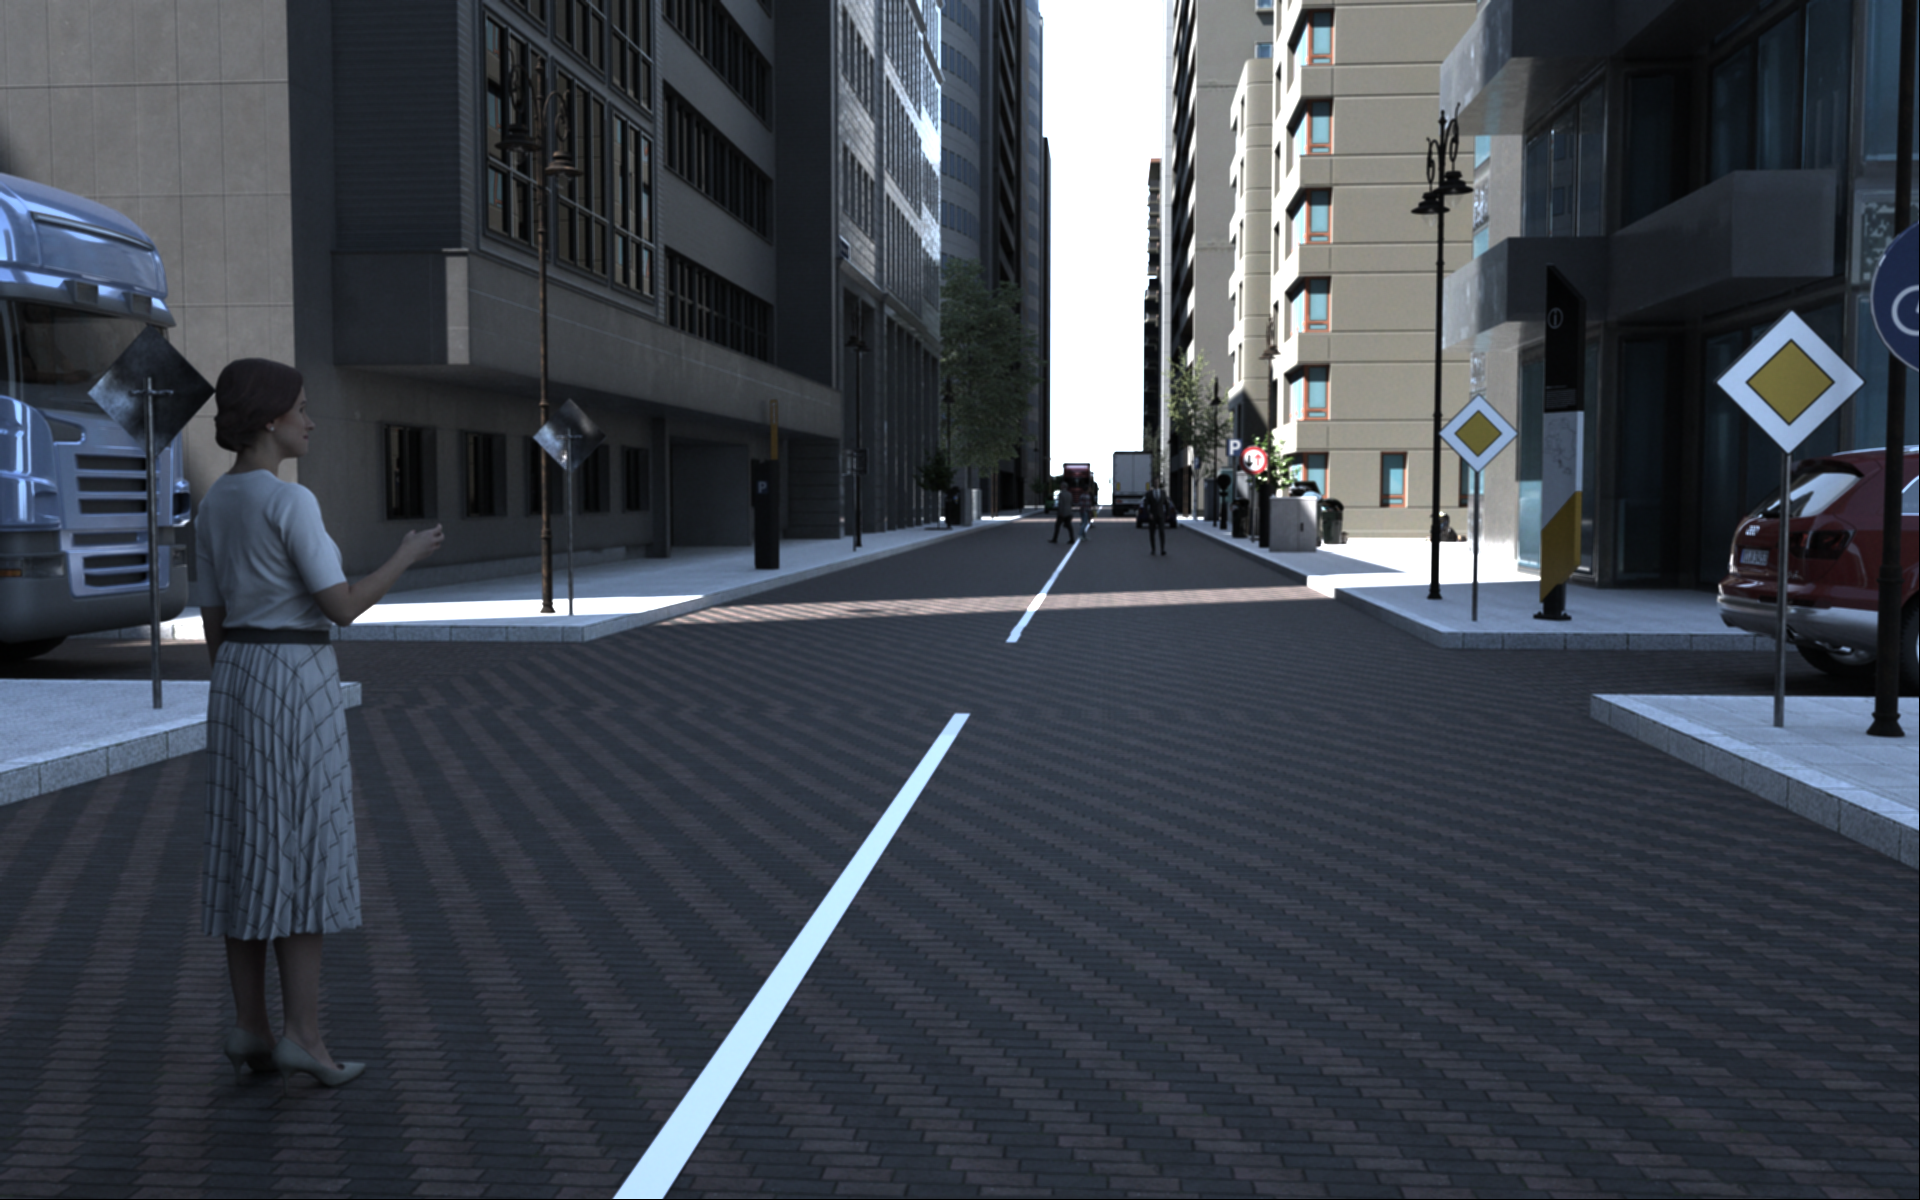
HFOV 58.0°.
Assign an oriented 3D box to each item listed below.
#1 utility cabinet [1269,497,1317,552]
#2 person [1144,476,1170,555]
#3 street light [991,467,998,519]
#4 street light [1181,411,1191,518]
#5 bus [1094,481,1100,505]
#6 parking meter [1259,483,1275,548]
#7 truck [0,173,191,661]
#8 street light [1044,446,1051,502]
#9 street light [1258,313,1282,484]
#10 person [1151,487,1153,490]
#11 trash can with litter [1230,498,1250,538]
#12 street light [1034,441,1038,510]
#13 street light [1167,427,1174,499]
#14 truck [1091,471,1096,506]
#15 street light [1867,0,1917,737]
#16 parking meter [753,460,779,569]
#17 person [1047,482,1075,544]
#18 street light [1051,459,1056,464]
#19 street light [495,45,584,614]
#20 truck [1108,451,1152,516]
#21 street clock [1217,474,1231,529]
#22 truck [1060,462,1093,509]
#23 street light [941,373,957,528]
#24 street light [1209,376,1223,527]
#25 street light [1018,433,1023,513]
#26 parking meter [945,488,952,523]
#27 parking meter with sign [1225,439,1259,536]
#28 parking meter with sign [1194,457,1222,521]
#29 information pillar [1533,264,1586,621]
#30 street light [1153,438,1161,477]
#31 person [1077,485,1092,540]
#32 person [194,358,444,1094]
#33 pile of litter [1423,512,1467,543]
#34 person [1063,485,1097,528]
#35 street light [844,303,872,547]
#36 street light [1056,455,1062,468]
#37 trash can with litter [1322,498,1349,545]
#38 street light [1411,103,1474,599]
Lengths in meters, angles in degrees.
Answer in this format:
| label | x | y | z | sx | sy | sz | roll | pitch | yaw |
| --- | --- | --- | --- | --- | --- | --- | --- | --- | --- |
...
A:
| label | x | y | z | sx | sy | sz | roll | pitch | yaw |
| --- | --- | --- | --- | --- | --- | --- | --- | --- | --- |
| utility cabinet | 7.377 | -1.665 | 38.378 | 1.020 | 1.237 | 0.306 | 0 | 4 | 8 |
| person | 4.668 | -1.993 | 40.856 | 0.659 | 1.850 | 0.755 | 0 | 4 | -3 |
| street light | 2.003 | -7.459 | 94.745 | 0.468 | 5.910 | 1.993 | 0 | 4 | 5 |
| street light | 12.481 | -7.550 | 96.237 | 0.468 | 5.910 | 1.993 | 0 | 4 | 5 |
| bus | 17.816 | -14.915 | 238.712 | 2.948 | 3.499 | 13.247 | 0 | 4 | 5 |
| parking meter | 7.378 | -2.029 | 41.587 | 0.372 | 1.533 | 0.369 | 0 | 3 | 0 |
| truck | -15.272 | -1.497 | 14.239 | 18.799 | 4.110 | 2.967 | 0 | 4 | 4 |
| street light | 8.203 | -11.832 | 166.242 | 0.468 | 5.910 | 1.993 | 0 | 4 | 5 |
| street light | 7.950 | -4.387 | 44.519 | 0.468 | 5.910 | 1.993 | 0 | 4 | 5 |
| person | 9.964 | -4.924 | 89.341 | 0.374 | 1.781 | 0.599 | 1 | 4 | 13 |
| trash can with litter | 8.153 | -2.415 | 50.876 | 0.624 | 1.170 | 1.055 | 0 | 4 | -1 |
| street light | 6.267 | -10.384 | 142.560 | 0.468 | 5.910 | 1.993 | 0 | 4 | 5 |
| street light | 14.545 | -8.996 | 119.866 | 0.468 | 5.910 | 1.993 | 0 | 4 | 5 |
| truck | 15.382 | -13.799 | 214.524 | 2.839 | 4.237 | 11.283 | 0 | 4 | 3 |
| street light | 4.928 | -2.217 | 9.043 | 0.468 | 5.910 | 1.993 | 0 | 4 | 5 |
| parking meter | -3.310 | -1.460 | 29.581 | 0.399 | 1.863 | 0.255 | 2 | 4 | 28 |
| person | 2.965 | -2.537 | 50.371 | 0.834 | 1.777 | 0.661 | 2 | 4 | 34 |
| street light | 9.294 | -12.550 | 177.976 | 0.468 | 5.910 | 1.993 | 0 | 4 | 5 |
| street light | -4.436 | -2.793 | 18.458 | 0.468 | 5.910 | 1.993 | 0 | 4 | 5 |
| truck | 11.528 | -7.837 | 117.041 | 2.839 | 4.237 | 11.283 | 0 | 4 | 4 |
| street clock | 9.574 | -3.567 | 62.883 | 0.471 | 2.002 | 0.358 | 3 | 4 | 38 |
| truck | 10.479 | -10.160 | 155.030 | 2.839 | 4.237 | 11.283 | 0 | 4 | 4 |
| street light | -0.424 | -5.708 | 66.111 | 0.468 | 5.910 | 1.993 | 0 | 4 | 5 |
| street light | 10.039 | -5.825 | 68.024 | 0.468 | 5.910 | 1.993 | 0 | 4 | 5 |
| street light | 4.156 | -8.935 | 118.879 | 0.468 | 5.910 | 1.993 | 0 | 4 | 5 |
| parking meter | -0.481 | -4.132 | 75.977 | 0.372 | 1.533 | 0.369 | 0 | 3 | 0 |
| parking meter with sign | 8.946 | -3.528 | 53.949 | 0.543 | 3.016 | 1.738 | -1 | 4 | -21 |
| parking meter with sign | 12.007 | -5.265 | 82.341 | 1.738 | 3.016 | 0.543 | -1 | 4 | -21 |
| information pillar | 6.093 | -1.601 | 17.534 | 0.183 | 3.616 | 0.504 | -2 | 4 | -24 |
| street light | 16.430 | -10.434 | 143.388 | 0.468 | 5.910 | 1.993 | 0 | 4 | 5 |
| person | 3.853 | -2.713 | 53.689 | 0.643 | 1.720 | 0.563 | -2 | 4 | -24 |
| person | -1.592 | 0.295 | 4.249 | 0.480 | 1.755 | 0.524 | 2 | 4 | 30 |
| pile of litter | 13.047 | -1.983 | 46.379 | 1.176 | 0.858 | 1.719 | -1 | 4 | -10 |
| person | 5.117 | -3.980 | 73.790 | 1.509 | 1.804 | 0.699 | -1 | 4 | -8 |
| street light | -2.468 | -4.232 | 41.973 | 0.468 | 5.910 | 1.993 | 0 | 4 | 5 |
| street light | 11.291 | -13.996 | 201.615 | 0.468 | 5.910 | 1.993 | 0 | 4 | 5 |
| trash can with litter | 9.495 | -1.997 | 44.032 | 0.624 | 1.170 | 1.055 | 2 | 4 | 30 |
| street light | 5.809 | -2.950 | 21.019 | 0.468 | 5.910 | 1.993 | 0 | 4 | 5 |
